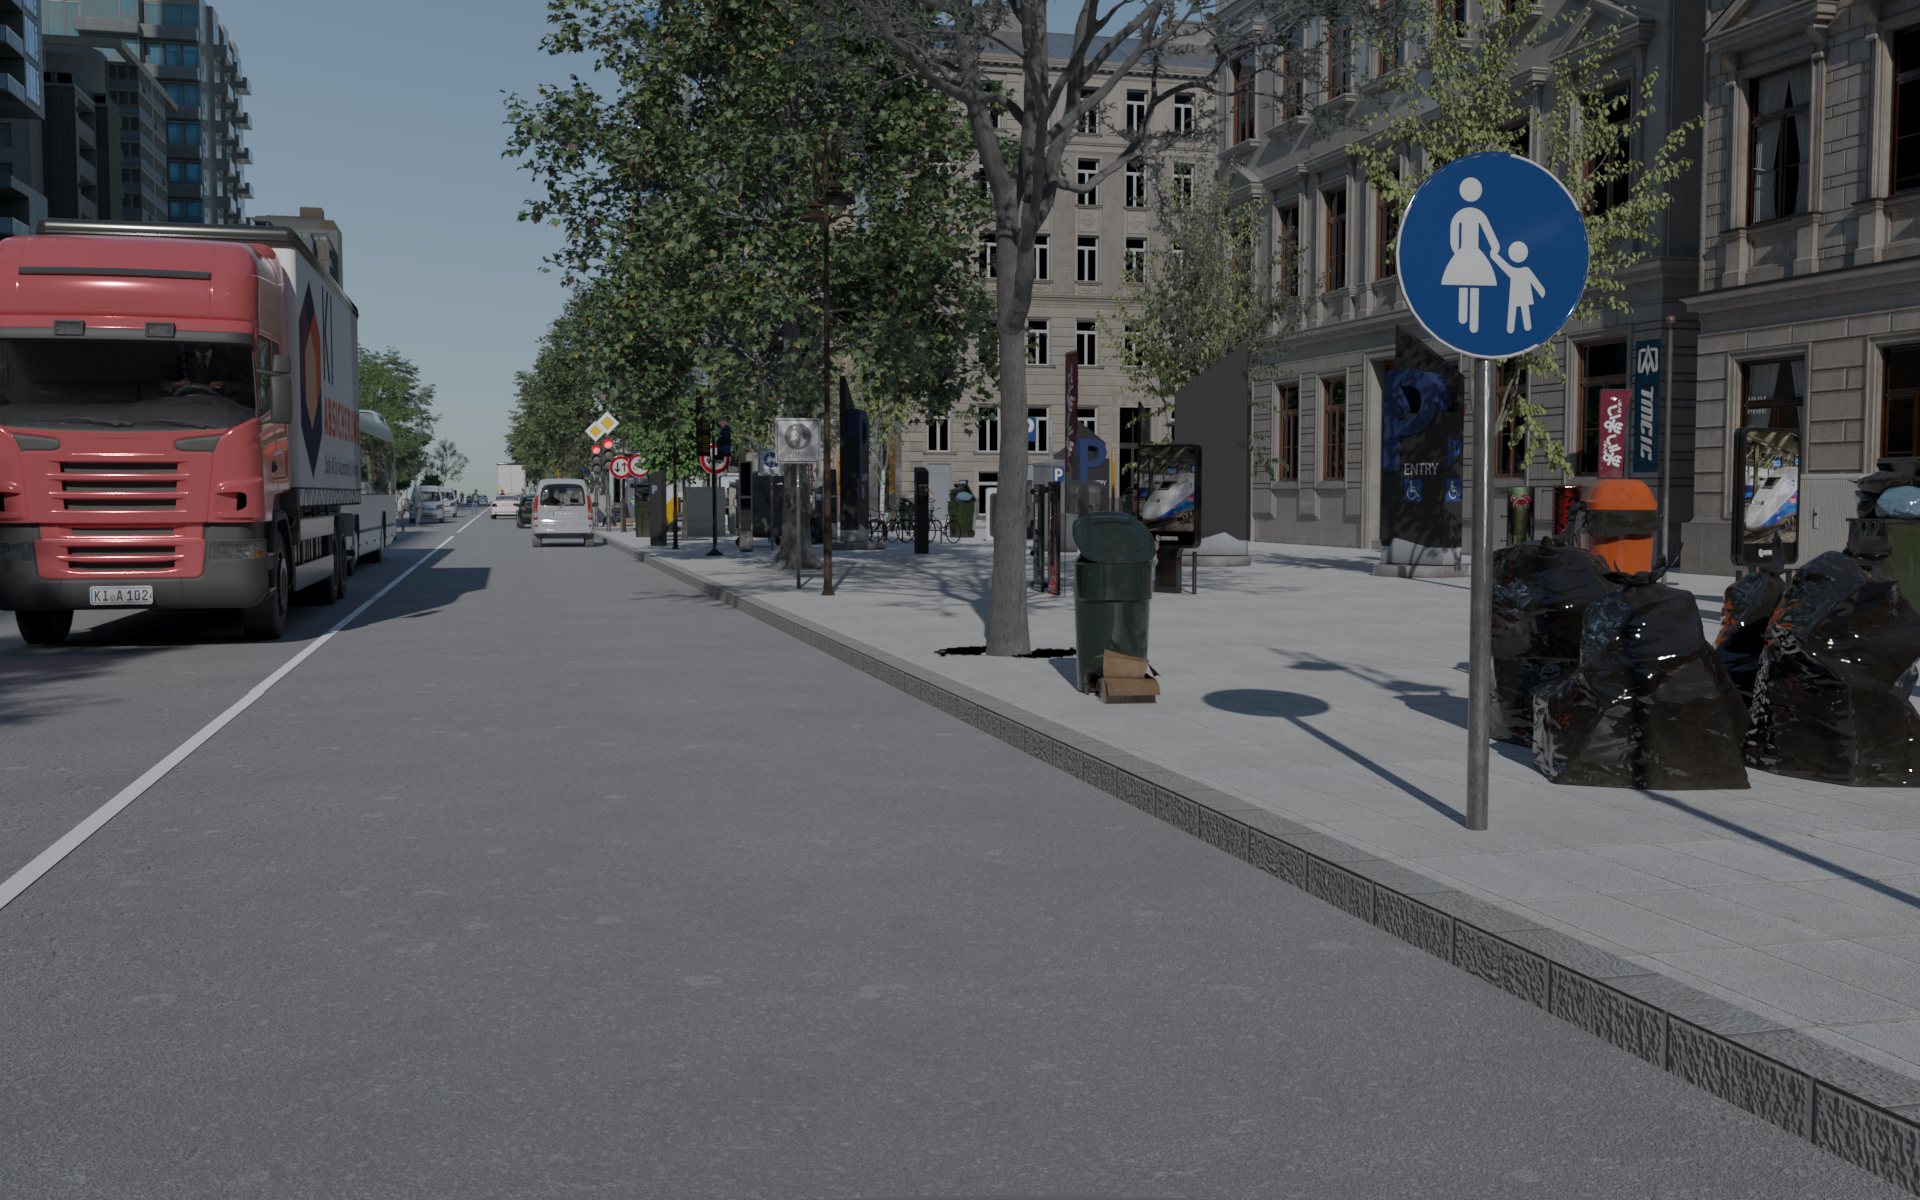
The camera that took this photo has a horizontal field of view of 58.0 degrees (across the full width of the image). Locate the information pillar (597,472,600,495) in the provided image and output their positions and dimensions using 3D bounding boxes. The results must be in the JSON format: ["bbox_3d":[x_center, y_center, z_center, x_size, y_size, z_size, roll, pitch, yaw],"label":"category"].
[{"bbox_3d":[-24.722,-7.766,118.321,0.504,3.616,0.183,0,4,6],"label":"information pillar"}]

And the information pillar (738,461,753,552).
[{"bbox_3d":[-4.742,-2.072,38.363,0.304,2.012,0.304,0,4,-6],"label":"information pillar"}]

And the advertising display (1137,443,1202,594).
[{"bbox_3d":[2.703,-1.053,22.425,0.974,1.923,0.123,3,5,45],"label":"advertising display"}]

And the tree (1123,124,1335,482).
[{"bbox_3d":[5.062,-5.157,34.683,4.360,8.622,3.978,0,3,0],"label":"tree"}]

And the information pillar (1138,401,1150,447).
[{"bbox_3d":[4.654,-3.220,44.002,0.183,3.616,0.504,2,4,35],"label":"information pillar"}]

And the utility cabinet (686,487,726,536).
[{"bbox_3d":[-7.696,-2.670,52.330,1.173,1.500,0.318,-1,4,-19],"label":"utility cabinet"}]

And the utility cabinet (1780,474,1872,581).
[{"bbox_3d":[9.397,-0.633,19.027,0.318,1.500,1.173,-2,4,-30],"label":"utility cabinet"}]

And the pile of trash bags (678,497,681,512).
[{"bbox_3d":[-20.027,-6.804,121.005,3.447,1.369,1.912,-2,4,-26],"label":"pile of trash bags"}]

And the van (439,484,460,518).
[{"bbox_3d":[-31.812,-6.086,106.524,2.013,2.044,4.112,-1,4,-16],"label":"van"}]

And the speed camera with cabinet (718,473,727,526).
[{"bbox_3d":[-9.603,-4.600,69.553,0.660,3.252,2.038,-2,4,-26],"label":"speed camera with cabinet"}]

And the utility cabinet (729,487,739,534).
[{"bbox_3d":[-6.716,-2.809,54.610,1.173,1.500,0.318,-3,5,-43],"label":"utility cabinet"}]

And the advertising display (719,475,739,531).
[{"bbox_3d":[-7.812,-3.323,59.541,0.974,1.923,0.123,-2,4,-29],"label":"advertising display"}]

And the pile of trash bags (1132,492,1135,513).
[{"bbox_3d":[11.688,-7.411,130.928,1.912,1.369,3.447,-1,4,-17],"label":"pile of trash bags"}]

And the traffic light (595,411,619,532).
[{"bbox_3d":[-11.990,-4.279,58.879,0.839,4.253,0.868,-1,4,-15],"label":"traffic light"}]

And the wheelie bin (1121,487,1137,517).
[{"bbox_3d":[7.814,-4.371,79.378,0.693,1.594,0.980,2,4,29],"label":"wheelie bin"}]

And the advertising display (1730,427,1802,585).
[{"bbox_3d":[7.879,-0.717,16.935,0.974,1.923,0.123,-2,4,-33],"label":"advertising display"}]

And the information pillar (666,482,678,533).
[{"bbox_3d":[-9.592,-4.045,57.486,0.504,3.616,0.183,2,4,25],"label":"information pillar"}]

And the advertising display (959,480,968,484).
[{"bbox_3d":[0.156,-4.442,77.843,0.123,1.923,0.974,-1,4,-19],"label":"advertising display"}]

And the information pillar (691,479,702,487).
[{"bbox_3d":[-19.479,-8.339,127.702,0.504,3.616,0.183,3,5,43],"label":"information pillar"}]

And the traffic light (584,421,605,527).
[{"bbox_3d":[-14.015,-4.751,66.604,0.839,4.253,0.868,-1,4,-15],"label":"traffic light"}]

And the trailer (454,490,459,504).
[{"bbox_3d":[-72.322,-14.690,247.227,1.471,1.999,3.904,-1,4,-16],"label":"trailer"}]

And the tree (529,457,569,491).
[{"bbox_3d":[-58.679,-17.947,243.789,4.737,8.622,4.395,0,3,0],"label":"tree"}]

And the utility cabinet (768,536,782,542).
[{"bbox_3d":[-4.842,-2.280,45.953,0.318,1.500,1.173,0,4,6],"label":"utility cabinet"}]

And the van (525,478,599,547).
[{"bbox_3d":[-11.000,-2.503,47.941,2.013,2.044,4.112,-1,4,-13],"label":"van"}]

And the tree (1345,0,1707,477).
[{"bbox_3d":[7.089,-4.425,22.712,4.737,8.622,4.395,0,3,0],"label":"tree"}]

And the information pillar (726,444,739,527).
[{"bbox_3d":[-8.921,-4.684,67.932,0.504,3.616,0.183,-2,4,-33],"label":"information pillar"}]

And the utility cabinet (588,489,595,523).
[{"bbox_3d":[-16.484,-4.168,76.828,0.318,1.500,1.173,-2,4,-35],"label":"utility cabinet"}]

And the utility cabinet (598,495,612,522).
[{"bbox_3d":[-16.313,-4.123,78.568,1.020,1.237,0.306,-3,5,-41],"label":"utility cabinet"}]

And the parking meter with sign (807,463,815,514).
[{"bbox_3d":[-6.193,-4.441,68.879,0.543,3.016,1.738,-1,4,-17],"label":"parking meter with sign"}]

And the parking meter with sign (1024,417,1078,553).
[{"bbox_3d":[1.971,-2.588,38.575,0.543,3.016,1.738,-3,4,-36],"label":"parking meter with sign"}]

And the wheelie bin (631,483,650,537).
[{"bbox_3d":[-9.326,-2.670,51.555,0.980,1.594,0.693,0,4,-3],"label":"wheelie bin"}]

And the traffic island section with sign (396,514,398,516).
[{"bbox_3d":[-37.365,-6.333,112.165,1.989,1.847,2.006,-1,4,-15],"label":"traffic island section with sign"}]

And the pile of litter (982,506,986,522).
[{"bbox_3d":[1.590,-4.034,79.924,1.176,0.858,1.719,0,4,4],"label":"pile of litter"}]

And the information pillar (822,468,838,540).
[{"bbox_3d":[-3.658,-2.711,48.811,0.304,2.012,0.304,3,5,42],"label":"information pillar"}]

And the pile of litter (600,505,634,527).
[{"bbox_3d":[-13.424,-3.332,68.450,1.719,0.858,1.176,-2,4,-23],"label":"pile of litter"}]

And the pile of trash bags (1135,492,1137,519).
[{"bbox_3d":[10.628,-4.621,85.303,3.447,1.369,1.912,-3,5,-42],"label":"pile of trash bags"}]

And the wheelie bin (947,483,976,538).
[{"bbox_3d":[0.041,-2.634,50.970,0.693,1.594,0.980,-3,4,-38],"label":"wheelie bin"}]

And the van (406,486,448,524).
[{"bbox_3d":[-26.398,-4.815,85.736,2.013,2.044,4.112,-1,4,-16],"label":"van"}]

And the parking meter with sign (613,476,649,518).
[{"bbox_3d":[-15.385,-5.203,81.333,1.738,3.016,0.543,-2,4,-32],"label":"parking meter with sign"}]

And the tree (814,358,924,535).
[{"bbox_3d":[-2.450,-6.379,54.653,4.737,8.622,4.395,0,3,0],"label":"tree"}]

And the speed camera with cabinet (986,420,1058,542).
[{"bbox_3d":[1.716,-3.177,46.285,2.038,3.252,0.660,2,4,26],"label":"speed camera with cabinet"}]

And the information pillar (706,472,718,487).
[{"bbox_3d":[-8.306,-3.280,58.112,0.304,2.012,0.304,-3,4,-38],"label":"information pillar"}]

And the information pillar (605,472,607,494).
[{"bbox_3d":[-15.423,-5.158,75.689,0.183,3.616,0.504,-1,4,-19],"label":"information pillar"}]

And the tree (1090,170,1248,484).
[{"bbox_3d":[5.284,-5.470,39.797,4.737,8.622,4.395,0,3,0],"label":"tree"}]

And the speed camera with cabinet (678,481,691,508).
[{"bbox_3d":[-21.837,-8.640,135.594,0.660,3.252,2.038,0,4,6],"label":"speed camera with cabinet"}]

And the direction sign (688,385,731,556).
[{"bbox_3d":[-5.130,-2.696,36.083,0.876,3.537,0.379,-3,5,-45],"label":"direction sign"}]

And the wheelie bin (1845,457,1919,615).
[{"bbox_3d":[8.064,-0.425,14.863,0.693,1.594,0.980,0,4,-4],"label":"wheelie bin"}]

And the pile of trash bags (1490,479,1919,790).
[{"bbox_3d":[3.703,0.041,9.075,1.912,1.369,3.447,1,4,9],"label":"pile of trash bags"}]

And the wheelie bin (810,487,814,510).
[{"bbox_3d":[-6.431,-4.164,75.996,0.693,1.594,0.980,-1,4,-9],"label":"wheelie bin"}]

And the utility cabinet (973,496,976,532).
[{"bbox_3d":[0.287,-2.875,58.164,0.306,1.237,1.020,1,4,12],"label":"utility cabinet"}]
